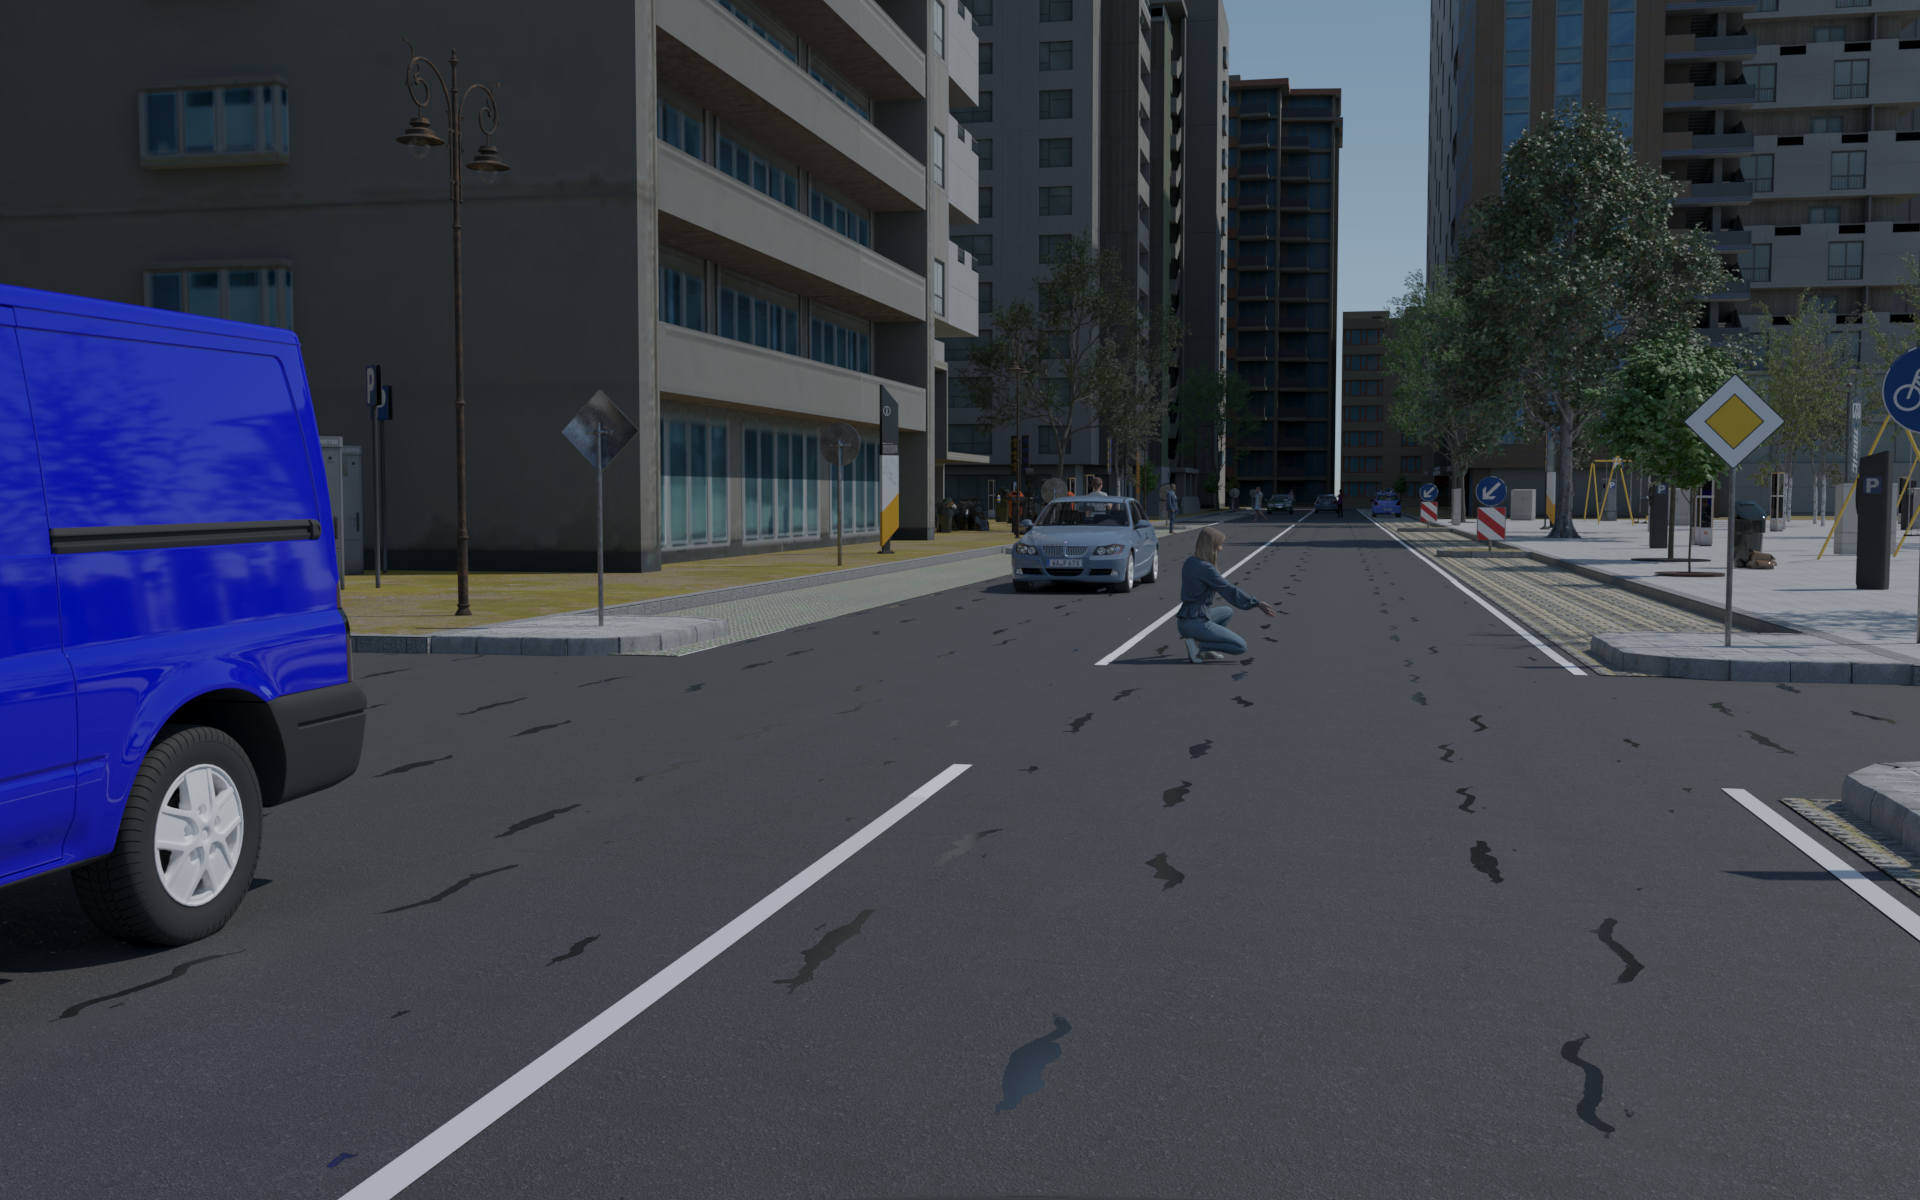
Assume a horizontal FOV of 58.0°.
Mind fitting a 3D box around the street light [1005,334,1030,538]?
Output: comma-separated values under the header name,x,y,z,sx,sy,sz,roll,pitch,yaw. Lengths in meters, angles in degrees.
name,x,y,z,sx,sy,sz,roll,pitch,yaw
street light,1.667,-4.721,49.981,0.468,5.910,1.993,1,4,12

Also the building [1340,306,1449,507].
name,x,y,z,sx,sy,sz,roll,pitch,yaw
building,54.768,-20.578,181.495,28.899,21.520,27.650,1,4,12

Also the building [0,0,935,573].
name,x,y,z,sx,sy,sz,roll,pitch,yaw
building,-13.346,-25.406,39.097,21.300,48.544,21.600,1,4,12

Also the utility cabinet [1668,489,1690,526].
name,x,y,z,sx,sy,sz,roll,pitch,yaw
utility cabinet,28.477,-3.693,69.057,1.173,1.500,0.318,1,4,18

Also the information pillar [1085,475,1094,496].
name,x,y,z,sx,sy,sz,roll,pitch,yaw
information pillar,4.937,-3.771,66.147,0.304,2.012,0.304,-1,4,-11

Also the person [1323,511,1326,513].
name,x,y,z,sx,sy,sz,roll,pitch,yaw
person,28.314,-7.513,134.563,0.599,1.433,0.991,3,4,39

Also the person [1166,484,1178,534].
name,x,y,z,sx,sy,sz,roll,pitch,yaw
person,7.620,-3.278,62.271,0.419,1.800,0.721,1,4,17

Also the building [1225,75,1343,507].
name,x,y,z,sx,sy,sz,roll,pitch,yaw
building,25.830,-32.418,184.660,28.867,44.769,22.147,1,4,12

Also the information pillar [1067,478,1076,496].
name,x,y,z,sx,sy,sz,roll,pitch,yaw
information pillar,5.100,-4.592,79.578,0.304,2.012,0.304,-2,4,-29

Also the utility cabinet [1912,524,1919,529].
name,x,y,z,sx,sy,sz,roll,pitch,yaw
utility cabinet,34.687,-3.258,61.952,1.173,1.500,0.318,2,4,26

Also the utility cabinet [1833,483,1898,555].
name,x,y,z,sx,sy,sz,roll,pitch,yaw
utility cabinet,18.937,-1.685,36.235,1.173,1.500,0.318,0,4,-3

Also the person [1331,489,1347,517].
name,x,y,z,sx,sy,sz,roll,pitch,yaw
person,23.354,-5.958,106.604,1.217,1.739,0.721,-2,4,-29

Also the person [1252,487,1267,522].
name,x,y,z,sx,sy,sz,roll,pitch,yaw
person,15.339,-4.900,88.710,0.778,1.811,0.616,1,4,16

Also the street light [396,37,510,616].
name,x,y,z,sx,sy,sz,roll,pitch,yaw
street light,-5.254,-2.774,18.149,0.468,5.910,1.993,1,4,12

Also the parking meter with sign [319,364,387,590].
name,x,y,z,sx,sy,sz,roll,pitch,yaw
parking meter with sign,-8.641,-1.641,23.097,1.738,3.016,0.543,-2,4,-31

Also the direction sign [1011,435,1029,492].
name,x,y,z,sx,sy,sz,roll,pitch,yaw
direction sign,2.319,-4.590,67.051,0.876,3.537,0.379,3,5,40

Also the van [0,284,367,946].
name,x,y,z,sx,sy,sz,roll,pitch,yaw
van,-3.647,0.018,4.086,2.240,2.365,5.245,1,4,11

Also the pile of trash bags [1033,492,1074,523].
name,x,y,z,sx,sy,sz,roll,pitch,yaw
pile of trash bags,3.627,-3.978,74.788,1.912,1.369,3.447,-3,5,-44

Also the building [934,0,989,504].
name,x,y,z,sx,sy,sz,roll,pitch,yaw
building,-14.511,-29.555,72.464,28.713,52.752,27.495,1,4,12

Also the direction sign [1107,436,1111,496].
name,x,y,z,sx,sy,sz,roll,pitch,yaw
direction sign,5.851,-4.649,68.003,0.379,3.537,0.876,1,4,14

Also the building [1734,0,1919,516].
name,x,y,z,sx,sy,sz,roll,pitch,yaw
building,46.761,-32.249,116.512,28.713,52.752,27.495,1,4,12

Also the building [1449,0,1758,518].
name,x,y,z,sx,sy,sz,roll,pitch,yaw
building,35.686,-27.384,97.845,14.600,45.320,14.200,1,4,12

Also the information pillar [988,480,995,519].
name,x,y,z,sx,sy,sz,roll,pitch,yaw
information pillar,1.666,-5.277,90.771,0.304,2.012,0.304,1,4,17

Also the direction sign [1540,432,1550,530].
name,x,y,z,sx,sy,sz,roll,pitch,yaw
direction sign,21.144,-4.312,62.491,0.379,3.537,0.876,2,4,24

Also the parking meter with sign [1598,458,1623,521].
name,x,y,z,sx,sy,sz,roll,pitch,yaw
parking meter with sign,30.896,-5.269,82.406,0.543,3.016,1.738,0,4,-3

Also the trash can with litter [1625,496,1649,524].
name,x,y,z,sx,sy,sz,roll,pitch,yaw
trash can with litter,29.885,-3.890,74.660,2.233,1.210,1.678,3,4,37

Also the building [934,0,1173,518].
name,x,y,z,sx,sy,sz,roll,pitch,yaw
building,4.375,-20.018,98.991,14.160,30.474,14.107,1,4,12

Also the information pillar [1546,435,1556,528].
name,x,y,z,sx,sy,sz,roll,pitch,yaw
information pillar,22.347,-4.532,65.445,0.183,3.616,0.504,-1,4,-12

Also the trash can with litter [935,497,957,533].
name,x,y,z,sx,sy,sz,roll,pitch,yaw
trash can with litter,-0.685,-2.788,56.971,1.055,1.170,0.624,-2,4,-34

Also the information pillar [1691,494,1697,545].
name,x,y,z,sx,sy,sz,roll,pitch,yaw
information pillar,18.559,-2.382,43.434,0.304,2.012,0.304,1,4,9

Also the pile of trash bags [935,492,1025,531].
name,x,y,z,sx,sy,sz,roll,pitch,yaw
pile of trash bags,0.550,-3.120,60.762,3.447,1.369,1.912,-1,4,-8

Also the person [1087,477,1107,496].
name,x,y,z,sx,sy,sz,roll,pitch,yaw
person,2.726,-1.510,33.751,0.480,1.755,0.524,1,4,16

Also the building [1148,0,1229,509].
name,x,y,z,sx,sy,sz,roll,pitch,yaw
building,12.827,-32.569,156.199,21.600,48.544,21.300,1,4,12

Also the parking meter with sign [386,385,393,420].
name,x,y,z,sx,sy,sz,roll,pitch,yaw
parking meter with sign,-9.891,-1.905,27.413,0.543,3.016,1.738,3,5,42

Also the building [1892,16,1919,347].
name,x,y,z,sx,sy,sz,roll,pitch,yaw
building,79.224,-28.198,144.627,14.086,41.232,14.154,1,4,12

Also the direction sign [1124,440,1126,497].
name,x,y,z,sx,sy,sz,roll,pitch,yaw
direction sign,6.984,-4.978,73.387,0.379,3.537,0.876,0,4,2

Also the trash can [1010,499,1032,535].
name,x,y,z,sx,sy,sz,roll,pitch,yaw
trash can,1.921,-2.613,54.379,0.748,1.137,0.748,0,3,0

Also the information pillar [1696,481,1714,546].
name,x,y,z,sx,sy,sz,roll,pitch,yaw
information pillar,18.333,-2.325,42.512,0.304,2.012,0.304,2,4,26

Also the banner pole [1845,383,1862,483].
name,x,y,z,sx,sy,sz,roll,pitch,yaw
banner pole,20.233,-3.014,39.296,0.863,3.779,0.401,-3,4,-38

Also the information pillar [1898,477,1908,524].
name,x,y,z,sx,sy,sz,roll,pitch,yaw
information pillar,40.227,-4.241,73.831,0.304,2.012,0.304,0,4,2

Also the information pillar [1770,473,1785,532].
name,x,y,z,sx,sy,sz,roll,pitch,yaw
information pillar,27.884,-3.340,59.096,0.304,2.012,0.304,-2,4,-24

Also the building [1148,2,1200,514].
name,x,y,z,sx,sy,sz,roll,pitch,yaw
building,-0.069,-26.130,119.114,32.217,40.220,23.993,1,4,12

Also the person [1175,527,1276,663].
name,x,y,z,sx,sy,sz,roll,pitch,yaw
person,2.195,-0.059,14.970,0.738,1.151,1.012,-1,4,-12

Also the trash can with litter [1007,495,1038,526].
name,x,y,z,sx,sy,sz,roll,pitch,yaw
trash can with litter,2.663,-3.544,69.003,1.678,1.210,2.233,-2,4,-26

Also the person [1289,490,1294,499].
name,x,y,z,sx,sy,sz,roll,pitch,yaw
person,24.689,-7.330,129.007,0.551,1.740,0.621,3,5,41

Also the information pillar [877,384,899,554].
name,x,y,z,sx,sy,sz,roll,pitch,yaw
information pillar,-1.532,-2.803,37.182,0.504,3.616,0.183,-3,5,-44

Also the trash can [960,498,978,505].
name,x,y,z,sx,sy,sz,roll,pitch,yaw
trash can,0.356,-3.371,66.763,0.748,1.137,0.748,0,3,0

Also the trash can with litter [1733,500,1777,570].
name,x,y,z,sx,sy,sz,roll,pitch,yaw
trash can with litter,13.736,-1.128,29.825,0.624,1.170,1.055,0,4,-4

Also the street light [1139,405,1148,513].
name,x,y,z,sx,sy,sz,roll,pitch,yaw
street light,8.732,-6.666,81.782,0.468,5.910,1.993,1,4,12
